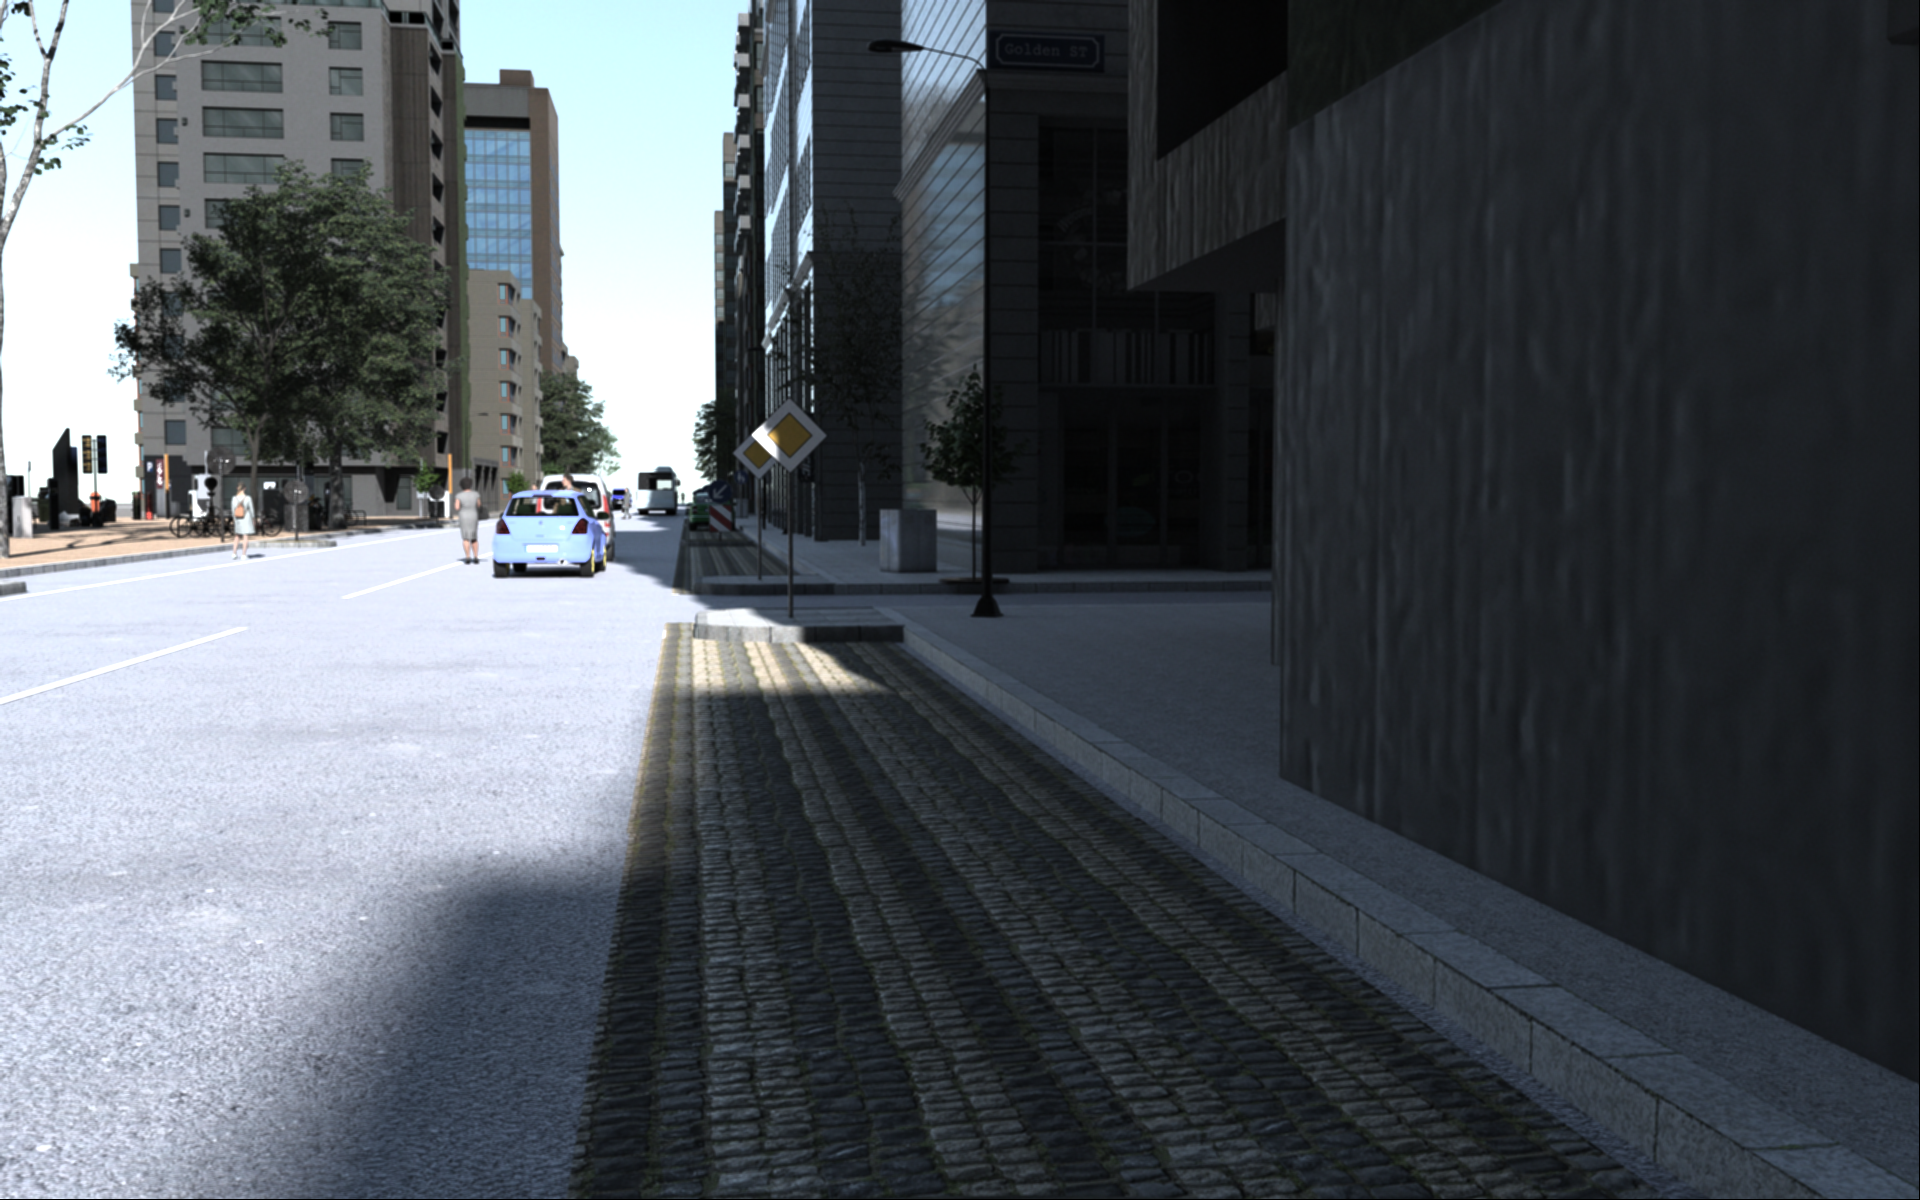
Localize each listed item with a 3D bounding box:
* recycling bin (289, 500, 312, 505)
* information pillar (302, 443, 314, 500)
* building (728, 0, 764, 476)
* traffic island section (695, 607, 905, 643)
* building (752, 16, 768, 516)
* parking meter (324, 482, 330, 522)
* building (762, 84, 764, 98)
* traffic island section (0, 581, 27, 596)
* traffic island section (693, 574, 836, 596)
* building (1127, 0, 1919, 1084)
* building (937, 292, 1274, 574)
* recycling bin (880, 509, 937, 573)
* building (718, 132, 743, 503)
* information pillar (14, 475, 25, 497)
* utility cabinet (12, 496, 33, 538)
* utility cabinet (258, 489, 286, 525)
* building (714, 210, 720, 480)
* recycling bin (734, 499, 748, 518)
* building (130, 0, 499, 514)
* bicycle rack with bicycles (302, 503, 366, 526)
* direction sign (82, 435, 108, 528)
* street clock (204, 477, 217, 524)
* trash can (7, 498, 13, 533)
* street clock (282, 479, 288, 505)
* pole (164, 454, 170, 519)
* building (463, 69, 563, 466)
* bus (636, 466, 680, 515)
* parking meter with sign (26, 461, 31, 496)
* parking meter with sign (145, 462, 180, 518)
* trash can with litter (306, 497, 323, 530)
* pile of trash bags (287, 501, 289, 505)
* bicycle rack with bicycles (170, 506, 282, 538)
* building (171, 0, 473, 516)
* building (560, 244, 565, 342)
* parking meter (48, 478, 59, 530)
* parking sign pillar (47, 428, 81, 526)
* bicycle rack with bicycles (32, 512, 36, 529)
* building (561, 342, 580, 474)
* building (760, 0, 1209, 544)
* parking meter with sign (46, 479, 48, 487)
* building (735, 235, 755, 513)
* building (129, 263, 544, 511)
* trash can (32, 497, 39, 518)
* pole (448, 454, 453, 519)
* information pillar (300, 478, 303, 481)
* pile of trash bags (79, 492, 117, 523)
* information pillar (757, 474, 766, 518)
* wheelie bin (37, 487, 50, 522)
[{"bbox_3d":[-27.740,-3.689,72.867,0.722,1.027,0.722,0,4,-2],"label":"recycling bin"},{"bbox_3d":[-28.746,-5.201,76.397,0.183,3.616,0.504,3,5,40],"label":"information pillar"},{"bbox_3d":[-9.525,-33.105,160.875,23.786,49.044,30.456,-1,4,-9],"label":"building"},{"bbox_3d":[-1.741,0.259,18.039,2.009,0.180,2.903,-1,4,-9],"label":"traffic island section"},{"bbox_3d":[-6.134,-20.682,109.846,14.160,30.474,14.107,-1,4,-9],"label":"building"},{"bbox_3d":[-28.590,-4.454,78.528,0.399,1.863,0.255,1,4,22],"label":"parking meter"},{"bbox_3d":[-2.548,-18.113,89.654,14.314,27.812,24.014,-1,4,-9],"label":"building"},{"bbox_3d":[-14.430,-0.114,24.147,2.009,0.180,2.903,-1,4,-9],"label":"traffic island section"},{"bbox_3d":[-2.977,-0.223,25.929,2.009,0.180,2.903,-1,4,-9],"label":"traffic island section"},{"bbox_3d":[8.057,-14.579,10.065,14.160,30.474,14.107,-1,4,-9],"label":"building"},{"bbox_3d":[14.124,-15.716,34.453,29.804,29.767,11.434,-1,4,-9],"label":"building"},{"bbox_3d":[-0.854,-0.981,28.595,0.722,1.027,0.722,-2,4,-30],"label":"recycling bin"},{"bbox_3d":[-20.143,-31.556,199.541,14.154,41.232,14.086,-1,4,-9],"label":"building"},{"bbox_3d":[-36.749,-3.861,67.617,0.304,2.012,0.304,1,4,18],"label":"information pillar"},{"bbox_3d":[-27.451,-2.417,50.686,0.306,1.237,1.020,-3,5,-42],"label":"utility cabinet"},{"bbox_3d":[-28.647,-3.883,72.165,0.318,1.500,1.173,2,4,27],"label":"utility cabinet"},{"bbox_3d":[-28.569,-34.764,251.981,14.154,41.232,14.086,-1,4,-9],"label":"building"},{"bbox_3d":[-11.775,-4.928,93.127,0.722,1.027,0.722,-1,4,-8],"label":"recycling bin"},{"bbox_3d":[-43.447,-41.690,119.880,20.563,71.187,20.611,-1,4,-9],"label":"building"},{"bbox_3d":[-25.281,-3.410,69.136,2.852,0.926,2.925,2,4,24],"label":"bicycle rack with bicycles"},{"bbox_3d":[-33.158,-4.552,66.420,0.876,3.537,0.379,-1,4,-10],"label":"direction sign"},{"bbox_3d":[-32.515,-4.321,75.220,0.358,2.002,0.471,2,4,35],"label":"street clock"},{"bbox_3d":[-31.119,-2.751,56.626,0.748,1.137,0.748,0,3,0],"label":"trash can"},{"bbox_3d":[-32.852,-4.880,84.365,0.358,2.002,0.471,-1,4,-10],"label":"street clock"},{"bbox_3d":[-40.436,-5.777,88.294,0.158,3.312,0.155,0,3,0],"label":"pole"},{"bbox_3d":[-50.583,-32.815,186.639,14.600,45.320,14.200,-1,4,-9],"label":"building"},{"bbox_3d":[-21.183,-7.745,121.489,2.948,3.499,13.247,-1,4,-8],"label":"bus"},{"bbox_3d":[-49.317,-5.737,90.065,1.738,3.016,0.543,-3,5,-41],"label":"parking meter with sign"},{"bbox_3d":[-43.053,-5.955,93.620,1.738,3.016,0.543,1,4,10],"label":"parking meter with sign"},{"bbox_3d":[-23.148,-3.059,61.397,1.055,1.170,0.624,0,3,0],"label":"trash can with litter"},{"bbox_3d":[-36.963,-5.151,93.964,1.912,1.369,3.447,-3,4,-38],"label":"pile of trash bags"},{"bbox_3d":[-22.036,-2.326,51.415,2.925,0.926,2.852,0,4,1],"label":"bicycle rack with bicycles"},{"bbox_3d":[-37.584,-20.321,103.948,14.160,30.474,14.107,-1,4,-9],"label":"building"},{"bbox_3d":[-66.589,-33.147,233.828,32.217,40.220,23.993,-1,4,-9],"label":"building"},{"bbox_3d":[-32.605,-3.462,62.308,0.255,1.863,0.399,-3,4,-37],"label":"parking meter"},{"bbox_3d":[-36.638,-5.044,70.937,1.447,3.967,1.447,3,4,38],"label":"parking sign pillar"},{"bbox_3d":[-35.186,-3.077,63.693,2.852,0.926,2.925,1,4,9],"label":"bicycle rack with bicycles"},{"bbox_3d":[-60.772,-22.232,208.531,27.650,21.520,28.899,-1,4,-9],"label":"building"},{"bbox_3d":[-1.002,-17.433,62.519,11.434,29.767,29.804,-1,4,-9],"label":"building"},{"bbox_3d":[-46.196,-5.632,88.338,1.738,3.016,0.543,2,4,33],"label":"parking meter with sign"},{"bbox_3d":[-2.817,-17.573,132.360,27.650,21.520,28.899,-1,4,-9],"label":"building"},{"bbox_3d":[-50.600,-18.417,146.157,27.650,21.520,28.899,-1,4,-9],"label":"building"},{"bbox_3d":[-49.386,-4.943,92.467,0.748,1.137,0.748,0,3,0],"label":"trash can"},{"bbox_3d":[-25.961,-5.775,88.257,0.158,3.312,0.155,0,3,0],"label":"pole"},{"bbox_3d":[-30.731,-4.691,81.183,0.304,2.012,0.304,-1,4,-13],"label":"information pillar"},{"bbox_3d":[-39.172,-4.191,78.279,1.912,1.369,3.447,-2,4,-31],"label":"pile of trash bags"},{"bbox_3d":[-10.447,-6.107,91.207,0.504,3.616,0.183,0,4,4],"label":"information pillar"},{"bbox_3d":[-41.430,-4.326,78.641,0.980,1.594,0.693,0,4,-2],"label":"wheelie bin"}]
